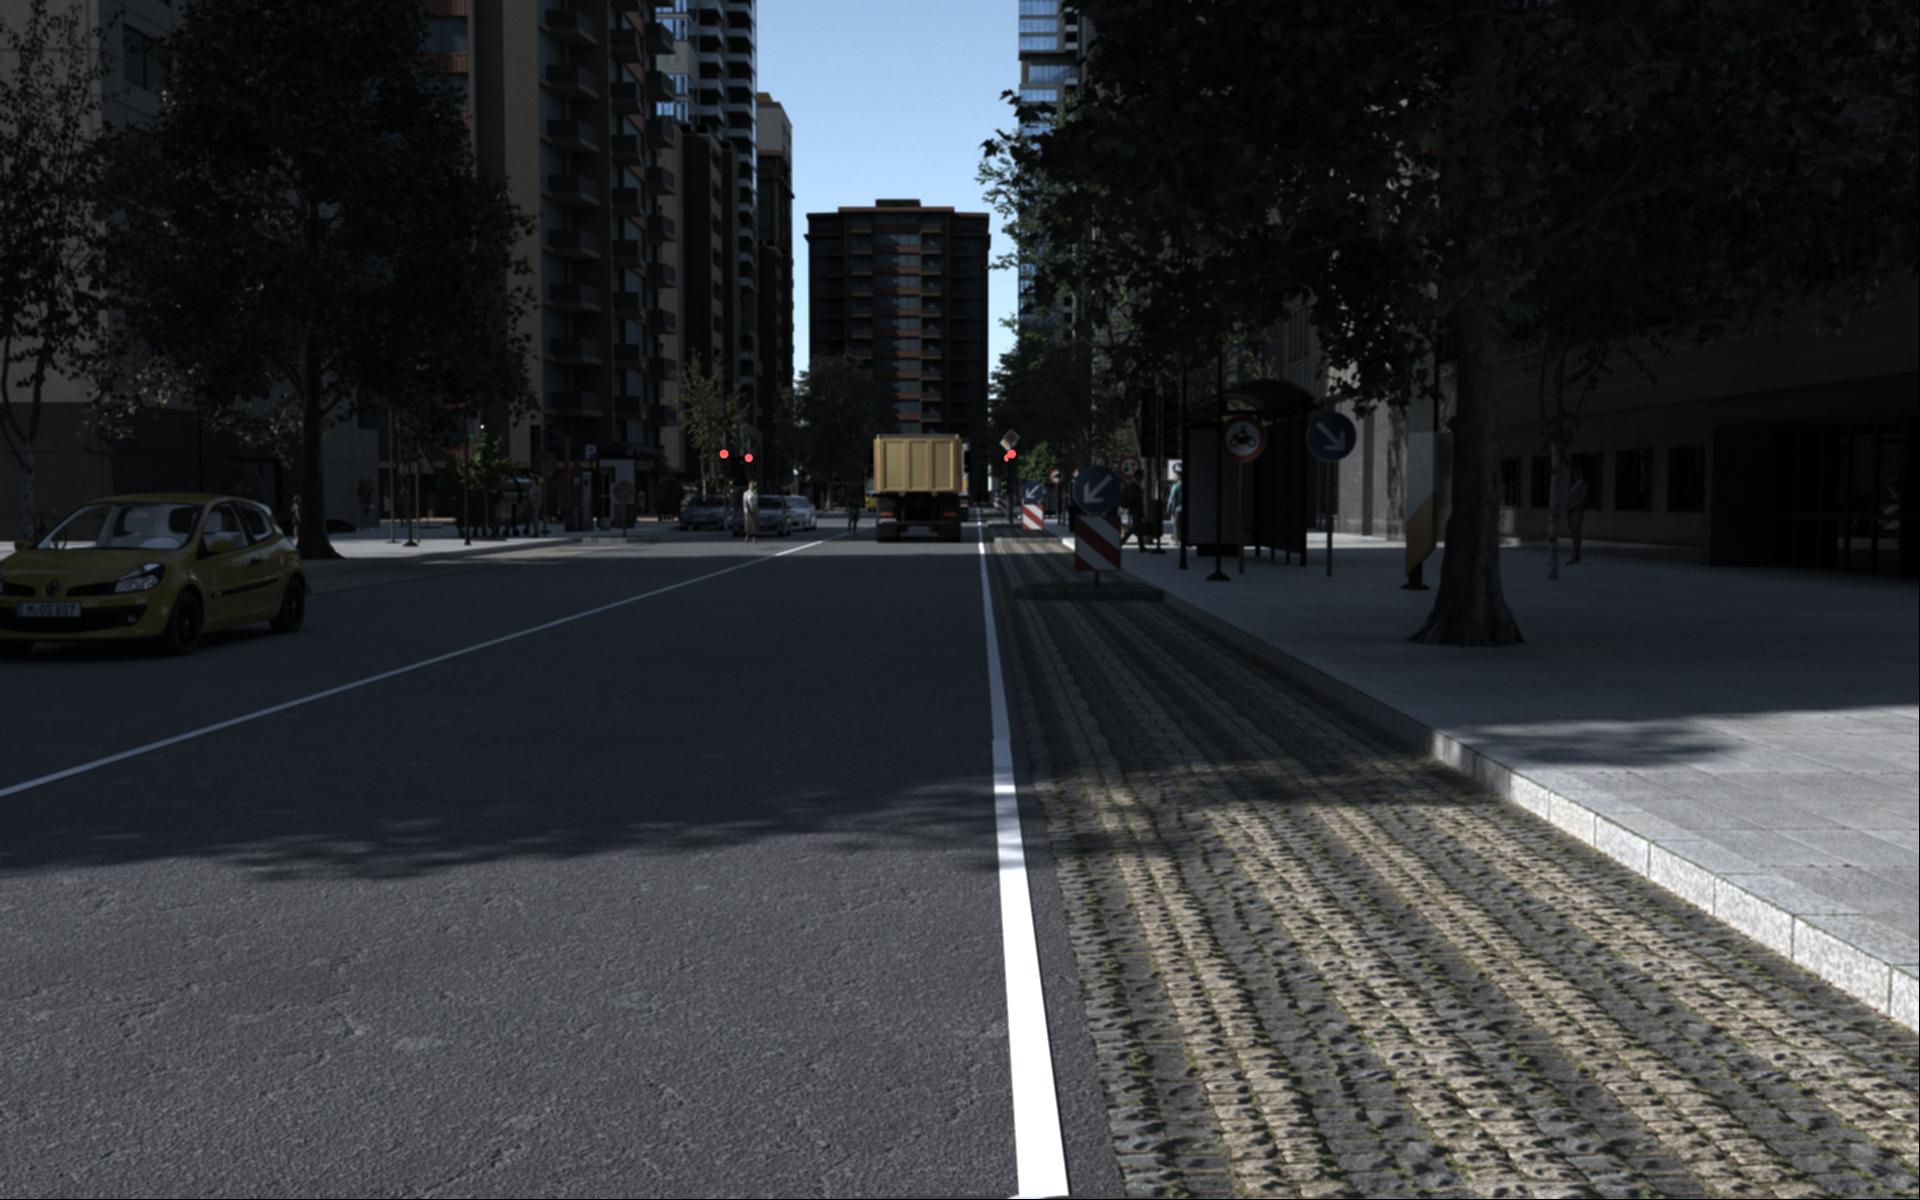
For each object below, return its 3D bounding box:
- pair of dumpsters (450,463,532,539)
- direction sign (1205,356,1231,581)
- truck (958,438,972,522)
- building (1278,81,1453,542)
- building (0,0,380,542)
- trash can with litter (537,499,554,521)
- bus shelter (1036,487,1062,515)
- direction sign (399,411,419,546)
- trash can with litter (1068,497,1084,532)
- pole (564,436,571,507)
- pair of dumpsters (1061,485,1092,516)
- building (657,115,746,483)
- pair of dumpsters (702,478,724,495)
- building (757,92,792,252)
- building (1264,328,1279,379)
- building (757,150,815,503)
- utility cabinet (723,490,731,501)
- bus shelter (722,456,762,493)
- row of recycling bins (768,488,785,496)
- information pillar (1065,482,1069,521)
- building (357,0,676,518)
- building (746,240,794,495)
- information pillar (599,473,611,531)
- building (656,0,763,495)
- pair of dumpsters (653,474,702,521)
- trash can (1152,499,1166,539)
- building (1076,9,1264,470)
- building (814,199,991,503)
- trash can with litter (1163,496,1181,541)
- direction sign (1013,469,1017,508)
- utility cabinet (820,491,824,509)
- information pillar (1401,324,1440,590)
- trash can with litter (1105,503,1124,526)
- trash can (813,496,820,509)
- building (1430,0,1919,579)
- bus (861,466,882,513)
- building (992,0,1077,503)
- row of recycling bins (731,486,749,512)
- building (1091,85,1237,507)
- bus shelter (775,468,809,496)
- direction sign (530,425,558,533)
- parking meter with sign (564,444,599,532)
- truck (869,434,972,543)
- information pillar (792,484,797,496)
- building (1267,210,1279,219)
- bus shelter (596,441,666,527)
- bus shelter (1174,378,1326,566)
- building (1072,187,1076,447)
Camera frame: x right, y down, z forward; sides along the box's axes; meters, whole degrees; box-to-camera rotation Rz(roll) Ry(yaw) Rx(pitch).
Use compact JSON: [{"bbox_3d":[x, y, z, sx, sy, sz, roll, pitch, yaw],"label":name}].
[{"bbox_3d":[-13.951,-3.024,51.932,1.574,2.255,4.437,0,4,1],"label":"pair of dumpsters"},{"bbox_3d":[3.834,-2.056,25.617,0.379,3.537,0.876,1,4,10],"label":"direction sign"},{"bbox_3d":[-0.731,-6.343,92.624,2.839,4.237,11.283,0,3,0],"label":"truck"},{"bbox_3d":[17.973,-14.511,55.270,12.078,24.808,19.932,0,4,1],"label":"building"},{"bbox_3d":[-32.827,-37.704,54.705,20.611,71.187,20.563,0,4,1],"label":"building"},{"bbox_3d":[-19.940,-4.377,82.945,1.055,1.170,0.624,2,4,27],"label":"trash can with litter"},{"bbox_3d":[5.403,-6.663,102.860,2.014,3.302,5.546,0,4,1],"label":"bus shelter"},{"bbox_3d":[-13.501,-3.086,42.447,0.379,3.537,0.876,1,4,10],"label":"direction sign"},{"bbox_3d":[4.107,-2.840,57.818,1.055,1.170,0.624,0,4,6],"label":"trash can with litter"},{"bbox_3d":[-13.892,-4.125,61.289,0.158,3.312,0.155,0,3,0],"label":"pole"},{"bbox_3d":[6.067,-5.275,88.743,1.574,2.255,4.437,0,4,1],"label":"pair of dumpsters"},{"bbox_3d":[-25.046,-22.241,135.344,14.160,30.474,14.107,0,4,1],"label":"building"},{"bbox_3d":[-13.814,-5.670,95.192,1.574,2.255,4.437,0,4,0],"label":"pair of dumpsters"},{"bbox_3d":[-39.212,-43.748,257.282,28.212,58.520,21.231,0,4,1],"label":"building"},{"bbox_3d":[39.076,-27.262,217.432,14.107,30.474,14.160,0,4,1],"label":"building"},{"bbox_3d":[-33.832,-34.197,213.742,28.867,44.769,22.147,0,4,1],"label":"building"},{"bbox_3d":[-11.845,-4.868,88.273,0.318,1.500,1.173,0,4,-2],"label":"utility cabinet"},{"bbox_3d":[-13.501,-7.110,107.530,1.731,3.624,6.357,0,4,0],"label":"bus shelter"},{"bbox_3d":[-13.177,-7.226,125.253,1.069,1.692,3.534,-1,4,-15],"label":"row of recycling bins"},{"bbox_3d":[5.010,-4.750,82.147,0.304,2.012,0.304,0,4,-3],"label":"information pillar"},{"bbox_3d":[-29.541,-27.577,105.516,22.147,44.769,28.867,0,4,1],"label":"building"},{"bbox_3d":[-26.406,-25.891,195.021,14.160,30.474,14.107,0,4,1],"label":"building"},{"bbox_3d":[-12.496,-3.455,60.981,0.304,2.012,0.304,-3,4,-38],"label":"information pillar"},{"bbox_3d":[-30.768,-52.487,170.839,22.319,86.520,31.000,0,4,1],"label":"building"},{"bbox_3d":[-13.621,-4.926,83.038,1.574,2.255,4.437,0,4,1],"label":"pair of dumpsters"},{"bbox_3d":[5.523,-2.325,49.674,0.748,1.137,0.748,0,3,0],"label":"trash can"},{"bbox_3d":[23.663,-39.984,195.744,21.231,58.520,28.212,0,4,1],"label":"building"},{"bbox_3d":[-9.859,-37.016,259.834,28.867,44.769,22.147,0,4,1],"label":"building"},{"bbox_3d":[5.968,-2.166,46.802,0.624,1.170,1.055,-1,4,-14],"label":"trash can with litter"},{"bbox_3d":[4.754,-9.949,154.661,0.876,3.537,0.379,-3,5,-43],"label":"direction sign"},{"bbox_3d":[-11.773,-8.534,148.213,0.318,1.500,1.173,0,4,-3],"label":"utility cabinet"},{"bbox_3d":[6.168,-1.944,23.135,0.183,3.616,0.504,-2,4,-31],"label":"information pillar"},{"bbox_3d":[5.789,-3.646,70.667,2.233,1.210,1.678,0,4,5],"label":"trash can with litter"},{"bbox_3d":[-12.134,-8.236,146.311,0.748,1.137,0.748,0,3,0],"label":"trash can"},{"bbox_3d":[18.954,-12.920,30.315,14.314,24.678,30.058,0,4,1],"label":"building"},{"bbox_3d":[-5.870,-8.886,136.835,2.896,3.916,12.252,0,4,1],"label":"bus"},{"bbox_3d":[20.264,-57.790,257.539,31.000,86.520,22.319,0,4,1],"label":"building"},{"bbox_3d":[-11.891,-5.369,94.896,1.069,1.692,3.534,0,4,3],"label":"row of recycling bins"},{"bbox_3d":[20.209,-30.053,174.964,14.154,41.232,14.086,0,4,1],"label":"building"},{"bbox_3d":[-13.013,-8.604,134.602,2.014,3.302,5.546,0,4,1],"label":"bus shelter"},{"bbox_3d":[-13.678,-3.976,57.000,0.876,3.537,0.379,-2,4,-25],"label":"direction sign"},{"bbox_3d":[-13.026,-3.869,59.514,0.543,3.016,1.738,1,4,14],"label":"parking meter with sign"},{"bbox_3d":[-1.285,-3.601,54.803,3.469,3.379,9.791,0,4,-1],"label":"truck"},{"bbox_3d":[-12.317,-7.623,129.135,0.304,2.012,0.304,1,4,22],"label":"information pillar"},{"bbox_3d":[49.544,-41.143,261.928,27.495,52.752,28.713,0,4,1],"label":"building"},{"bbox_3d":[-13.208,-4.600,69.135,2.014,3.302,5.546,0,4,1],"label":"bus shelter"},{"bbox_3d":[5.403,-2.398,33.126,2.014,3.302,5.546,0,4,0],"label":"bus shelter"},{"bbox_3d":[21.051,-32.649,217.407,14.154,41.232,14.086,0,4,1],"label":"building"}]
